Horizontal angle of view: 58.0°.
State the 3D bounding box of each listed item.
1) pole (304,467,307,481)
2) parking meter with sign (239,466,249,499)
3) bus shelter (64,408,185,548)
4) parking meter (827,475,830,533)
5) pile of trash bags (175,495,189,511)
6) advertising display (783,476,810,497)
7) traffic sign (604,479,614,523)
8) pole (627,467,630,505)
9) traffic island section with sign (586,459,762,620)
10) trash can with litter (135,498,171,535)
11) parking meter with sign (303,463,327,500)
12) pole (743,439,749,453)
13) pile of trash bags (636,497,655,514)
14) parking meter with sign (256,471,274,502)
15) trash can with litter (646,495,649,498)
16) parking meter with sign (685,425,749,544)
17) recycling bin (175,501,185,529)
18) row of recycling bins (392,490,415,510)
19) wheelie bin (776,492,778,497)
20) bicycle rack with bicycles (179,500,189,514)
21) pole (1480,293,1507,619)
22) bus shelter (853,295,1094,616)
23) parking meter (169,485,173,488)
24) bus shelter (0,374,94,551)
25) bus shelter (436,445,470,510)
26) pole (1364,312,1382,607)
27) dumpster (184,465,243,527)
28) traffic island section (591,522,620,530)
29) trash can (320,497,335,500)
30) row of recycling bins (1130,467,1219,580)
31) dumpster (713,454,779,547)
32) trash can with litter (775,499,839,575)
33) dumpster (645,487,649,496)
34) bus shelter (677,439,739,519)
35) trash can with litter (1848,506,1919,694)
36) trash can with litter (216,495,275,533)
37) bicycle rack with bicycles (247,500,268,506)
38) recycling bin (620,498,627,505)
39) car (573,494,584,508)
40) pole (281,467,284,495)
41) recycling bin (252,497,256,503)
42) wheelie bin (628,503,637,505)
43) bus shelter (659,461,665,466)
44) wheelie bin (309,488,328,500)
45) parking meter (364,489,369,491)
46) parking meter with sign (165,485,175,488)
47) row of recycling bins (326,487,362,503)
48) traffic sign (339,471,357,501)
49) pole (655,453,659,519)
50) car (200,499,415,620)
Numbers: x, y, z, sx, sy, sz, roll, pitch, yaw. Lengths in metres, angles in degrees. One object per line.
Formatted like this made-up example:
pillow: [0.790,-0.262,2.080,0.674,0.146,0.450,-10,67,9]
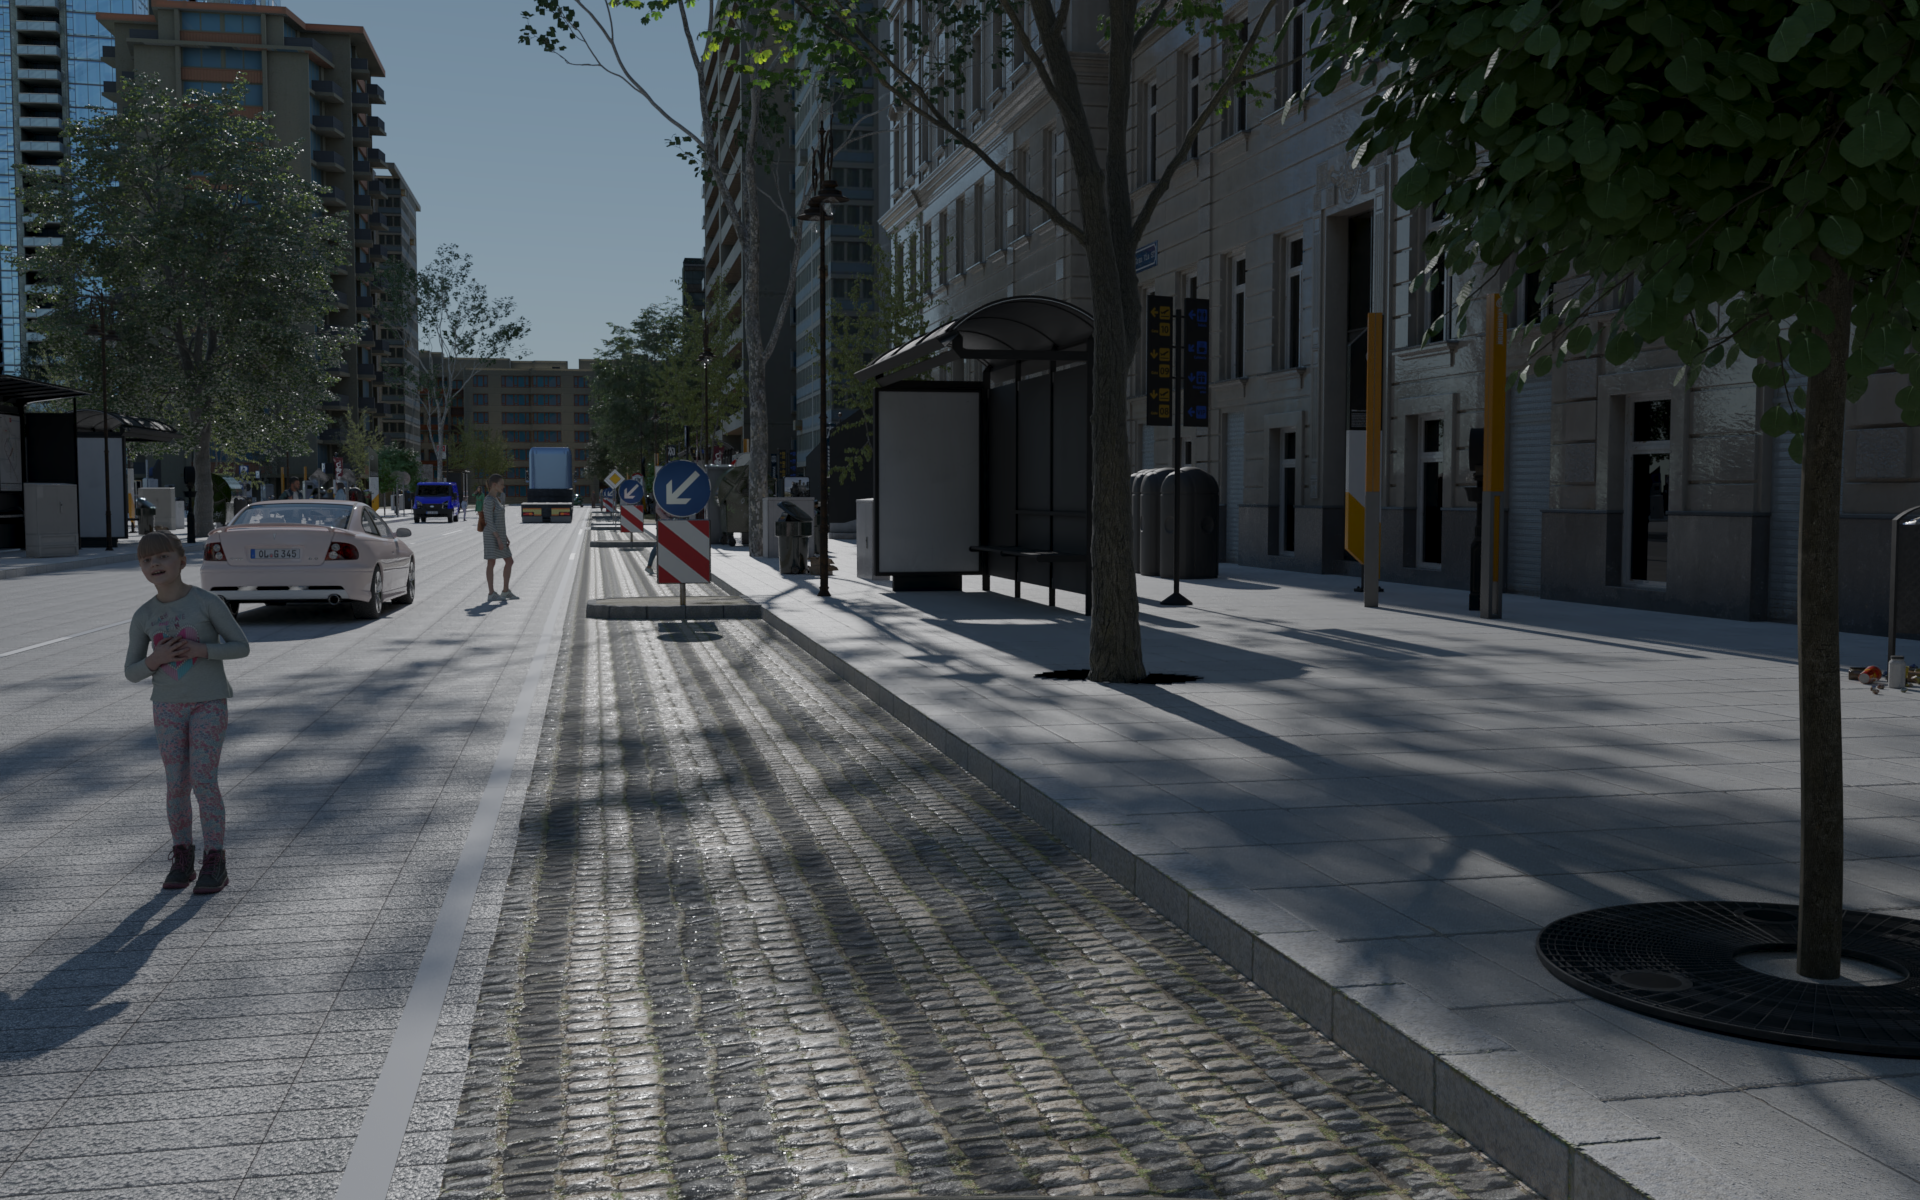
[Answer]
pole: [-48.631,-8.249,128.716,0.158,3.312,0.155,0,3,0]
parking meter with sign: [-43.717,-6.672,105.340,0.543,3.016,1.738,-1,4,-10]
bus shelter: [-21.236,-3.045,43.715,2.014,3.302,5.546,-1,4,-12]
parking meter: [-3.792,-2.792,51.363,0.255,1.863,0.399,0,4,6]
pile of trash bags: [-60.508,-7.693,135.531,1.912,1.369,3.447,2,4,23]
advertising display: [-5.892,-3.501,62.453,0.974,1.923,0.123,-1,4,-17]
traffic sign: [-15.405,-4.482,76.915,0.795,2.450,0.064,-1,4,-12]
pole: [-24.140,-8.089,126.103,0.158,3.312,0.155,0,3,0]
traffic island section with sign: [-3.447,-0.734,20.631,1.989,1.847,2.006,-1,4,-12]
trash can with litter: [-25.070,-2.597,53.852,1.055,1.170,0.624,0,4,6]
parking meter with sign: [-36.389,-6.157,96.923,1.738,3.016,0.543,-3,4,-38]
pole: [-7.901,-4.296,64.081,0.158,3.312,0.155,0,3,0]
pile of trash bags: [-19.191,-6.136,110.079,1.912,1.369,3.447,2,4,23]
parking meter with sign: [-52.252,-8.235,130.896,0.543,3.016,1.738,3,4,37]
trash can with litter: [-24.079,-7.345,131.153,2.233,1.210,1.678,-3,5,-44]
parking meter with sign: [-6.120,-2.933,44.214,1.738,3.016,0.543,-1,4,-13]
recycling bin: [-28.971,-3.118,63.526,0.722,1.027,0.722,2,4,33]
row of recycling bins: [-45.711,-8.377,144.081,1.069,1.692,3.534,2,4,33]
wheelie bin: [-12.210,-6.404,112.619,0.980,1.594,0.693,-2,4,-30]
bicycle rack with bicycles: [-50.711,-5.939,110.491,2.925,0.926,2.852,2,4,28]
pole: [5.473,-1.462,17.750,0.158,3.312,0.155,0,3,0]
bus shelter: [0.163,-1.617,20.369,2.014,3.302,5.546,-1,4,-12]
parking meter: [-52.750,-6.735,115.828,0.255,1.863,0.399,-1,4,-19]
bus shelter: [-20.156,-2.786,36.830,1.731,3.624,6.357,-1,4,-12]
bus shelter: [-42.175,-10.185,144.158,2.179,5.291,8.768,-1,4,-12]
pole: [4.672,-1.575,19.594,0.158,3.312,0.155,0,3,0]
dumpster: [-24.991,-3.394,57.978,1.502,2.255,1.985,-1,4,-12]
traffic island section: [-15.383,-3.347,76.997,2.009,0.180,2.903,-1,4,-12]
trash can: [-26.926,-3.811,73.961,0.748,1.137,0.748,0,3,0]
row of recycling bins: [3.293,-1.258,27.677,1.069,1.692,3.534,0,4,-7]
dumpster: [-5.318,-2.477,42.987,1.502,2.255,1.985,-1,4,-12]
trash can with litter: [-2.433,-0.998,27.702,1.055,1.170,0.624,2,4,26]
dumpster: [-25.723,-8.398,139.796,1.502,2.255,1.985,-1,4,-12]
bus shelter: [-9.661,-4.425,66.276,2.014,3.302,5.546,-1,4,-12]
trash can with litter: [6.966,-0.035,11.623,2.233,1.210,1.678,0,4,1]
trash can with litter: [-23.433,-2.719,55.511,1.678,1.210,2.233,1,4,22]
bicycle rack with bicycles: [-41.128,-5.334,100.591,2.925,0.926,2.852,0,4,8]
recycling bin: [-28.089,-8.116,145.251,0.722,1.027,0.722,0,4,-5]
car: [-41.335,-10.632,185.624,2.131,1.459,4.920,-1,4,-11]
pole: [-51.317,-8.404,131.249,0.158,3.312,0.155,0,3,0]
recycling bin: [-53.650,-7.235,130.847,0.722,1.027,0.722,0,4,4]
wheelie bin: [-23.308,-7.063,123.392,0.693,1.594,0.980,2,4,32]
bus shelter: [-16.728,-6.537,100.796,2.014,3.302,5.546,-1,4,-12]
wheelie bin: [-31.618,-4.744,85.466,0.693,1.594,0.980,1,4,20]
parking meter: [-29.393,-4.742,85.943,0.372,1.533,0.369,0,3,0]
parking meter with sign: [-63.481,-8.741,139.179,1.738,3.016,0.543,-1,4,-10]
row of recycling bins: [-38.436,-6.178,108.130,3.534,1.692,1.069,3,5,42]
traffic sign: [-26.361,-4.341,74.624,0.795,2.450,0.064,-1,4,-12]
pole: [-15.146,-5.671,86.559,0.158,3.312,0.155,0,3,0]
car: [-7.802,-0.529,21.008,2.083,1.381,4.827,-1,4,-10]
